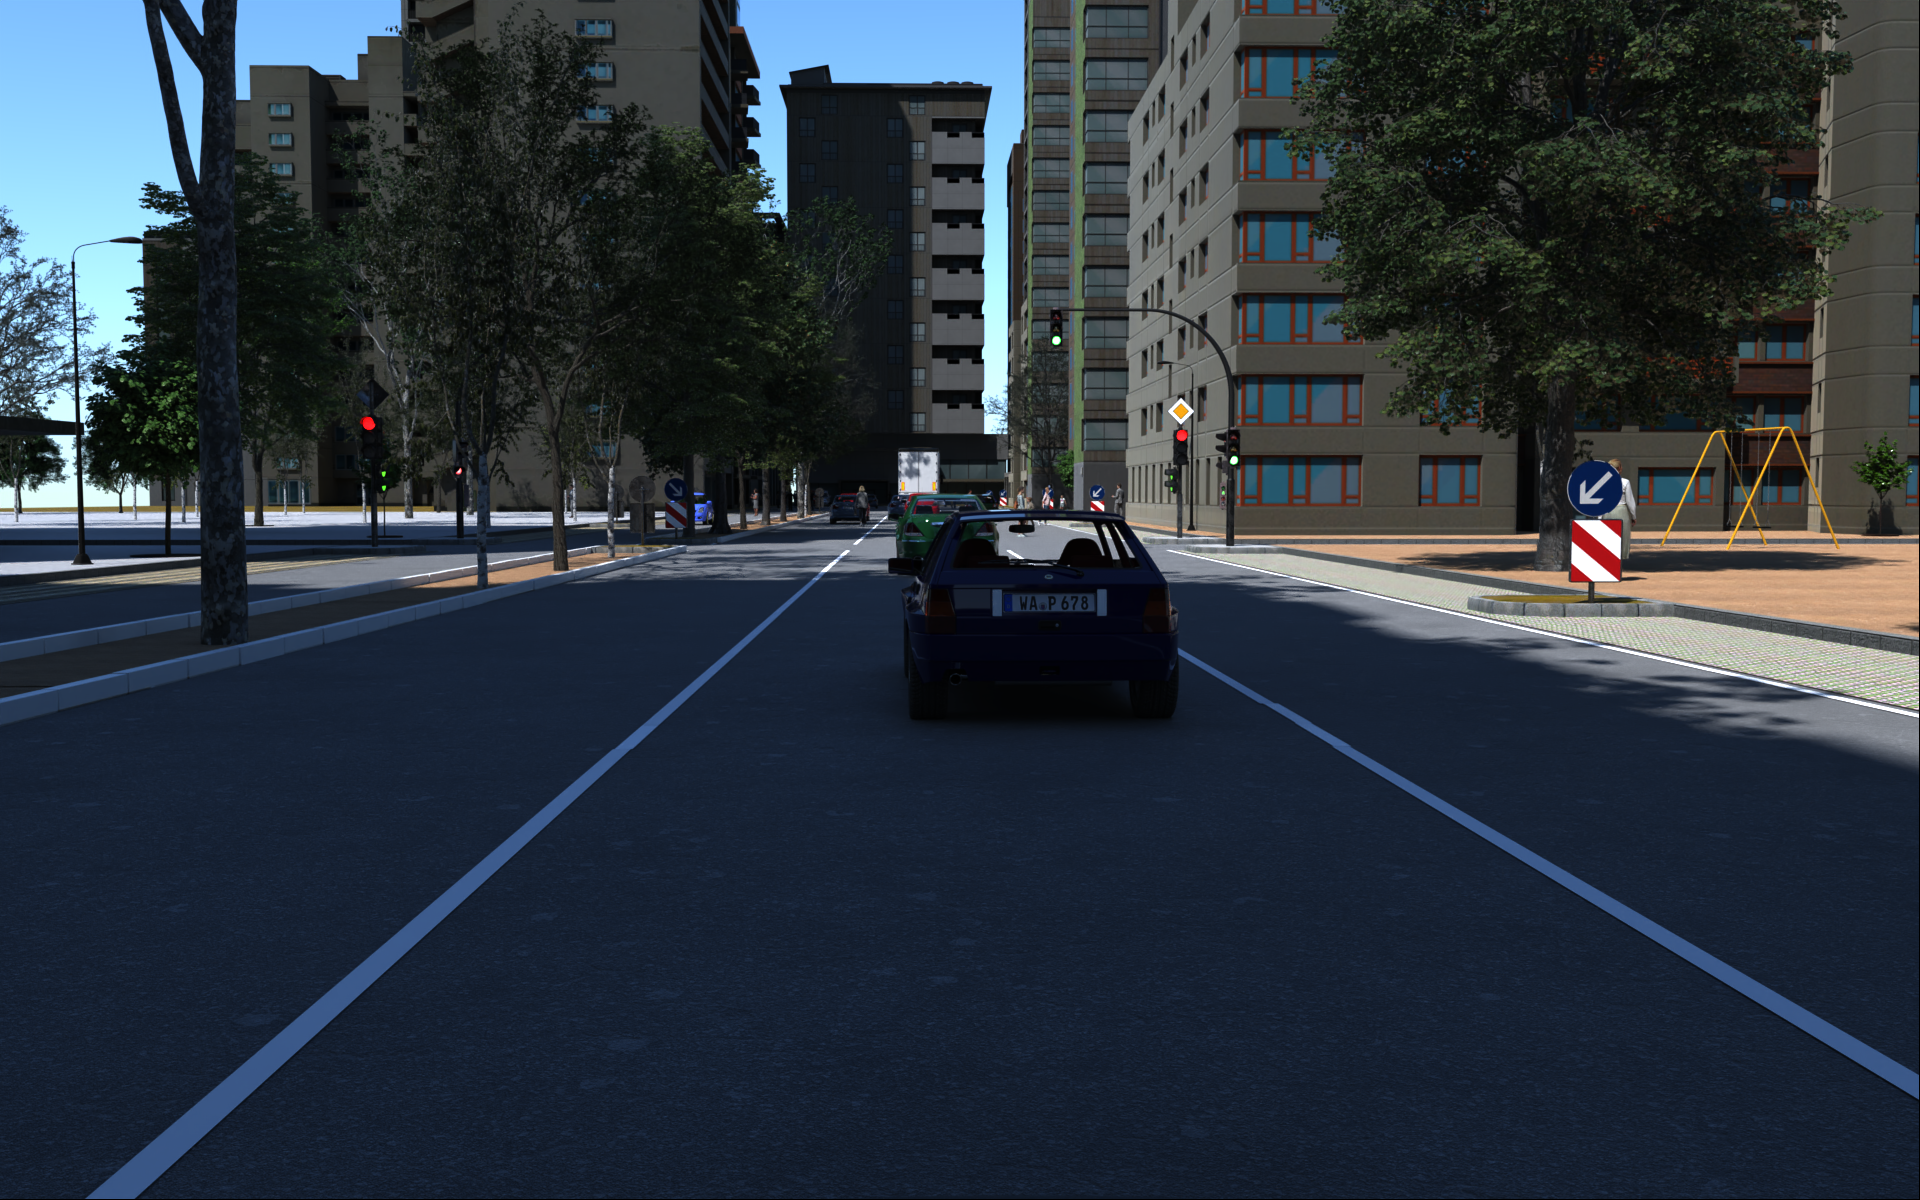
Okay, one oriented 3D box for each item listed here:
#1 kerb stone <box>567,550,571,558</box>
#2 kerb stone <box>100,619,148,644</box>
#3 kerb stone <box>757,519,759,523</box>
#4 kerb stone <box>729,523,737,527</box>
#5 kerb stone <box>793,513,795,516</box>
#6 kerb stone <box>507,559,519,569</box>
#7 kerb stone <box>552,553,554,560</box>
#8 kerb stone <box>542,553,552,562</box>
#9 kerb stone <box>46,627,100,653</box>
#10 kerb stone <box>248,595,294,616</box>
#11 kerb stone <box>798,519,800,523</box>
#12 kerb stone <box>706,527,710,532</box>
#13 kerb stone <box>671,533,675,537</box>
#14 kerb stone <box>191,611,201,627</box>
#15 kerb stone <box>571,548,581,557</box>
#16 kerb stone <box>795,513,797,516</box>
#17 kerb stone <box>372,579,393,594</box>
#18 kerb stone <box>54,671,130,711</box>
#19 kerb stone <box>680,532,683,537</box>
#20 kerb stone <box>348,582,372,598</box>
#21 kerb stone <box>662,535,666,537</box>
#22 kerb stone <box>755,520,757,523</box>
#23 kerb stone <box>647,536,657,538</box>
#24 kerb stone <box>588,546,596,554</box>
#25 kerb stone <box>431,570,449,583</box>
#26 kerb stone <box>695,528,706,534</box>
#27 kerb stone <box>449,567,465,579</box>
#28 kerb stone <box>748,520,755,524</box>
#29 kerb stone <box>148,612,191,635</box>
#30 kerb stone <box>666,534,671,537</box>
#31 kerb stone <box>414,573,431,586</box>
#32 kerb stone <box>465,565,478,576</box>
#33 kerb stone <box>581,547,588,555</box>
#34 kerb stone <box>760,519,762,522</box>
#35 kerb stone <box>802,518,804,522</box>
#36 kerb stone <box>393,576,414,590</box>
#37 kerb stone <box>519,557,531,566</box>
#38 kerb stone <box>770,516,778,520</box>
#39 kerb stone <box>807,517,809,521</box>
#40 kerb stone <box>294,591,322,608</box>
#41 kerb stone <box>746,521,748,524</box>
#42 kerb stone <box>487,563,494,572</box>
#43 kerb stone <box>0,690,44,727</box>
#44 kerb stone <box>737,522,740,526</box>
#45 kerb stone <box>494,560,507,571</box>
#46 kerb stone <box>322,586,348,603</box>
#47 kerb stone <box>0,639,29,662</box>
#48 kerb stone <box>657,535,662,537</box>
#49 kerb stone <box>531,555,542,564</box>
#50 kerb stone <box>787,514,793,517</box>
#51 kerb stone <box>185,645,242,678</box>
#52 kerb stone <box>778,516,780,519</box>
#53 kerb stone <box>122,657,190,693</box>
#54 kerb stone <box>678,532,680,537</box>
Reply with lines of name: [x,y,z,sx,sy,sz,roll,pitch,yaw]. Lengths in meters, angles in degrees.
kerb stone: [-8.847,-0.995,38.468,0.120,0.150,1.000,0,4,-2]
kerb stone: [-8.249,0.321,16.943,0.120,0.150,1.000,0,4,-2]
kerb stone: [-10.130,-3.850,85.145,0.120,0.150,1.000,0,4,-2]
kerb stone: [-9.848,-3.224,74.912,0.120,0.150,1.000,0,4,-2]
kerb stone: [-10.879,-5.480,111.800,0.120,0.150,1.000,0,4,-2]
kerb stone: [-8.708,-0.682,33.341,0.120,0.150,1.000,0,4,-2]
kerb stone: [-8.815,-0.931,37.437,0.120,0.150,1.000,0,4,-2]
kerb stone: [-8.788,-0.869,36.411,0.120,0.150,1.000,0,4,-2]
kerb stone: [-8.225,0.384,15.922,0.120,0.150,1.000,0,4,-2]
kerb stone: [-8.367,0.070,21.048,0.120,0.150,1.000,0,4,-2]
kerb stone: [-8.004,-3.788,84.152,0.120,0.150,1.000,0,4,-2]
kerb stone: [-9.564,-2.596,64.657,0.120,0.150,1.000,0,4,-2]
kerb stone: [-9.310,-2.029,55.424,0.120,0.150,1.000,0,4,-2]
kerb stone: [-8.295,0.196,18.998,0.120,0.150,1.000,0,4,-2]
kerb stone: [-8.868,-1.058,39.490,0.120,0.150,1.000,0,4,-2]
kerb stone: [-10.889,-5.543,112.823,0.120,0.150,1.000,0,4,-2]
kerb stone: [-8.476,-0.181,25.148,0.120,0.150,1.000,0,4,-2]
kerb stone: [-6.011,0.634,11.909,0.120,0.150,1.000,0,4,-2]
kerb stone: [-9.372,-2.158,57.471,0.120,0.150,1.000,0,4,-2]
kerb stone: [-8.450,-0.118,24.123,0.120,0.150,1.000,0,4,-2]
kerb stone: [-9.262,-1.907,53.377,0.120,0.150,1.000,0,4,-2]
kerb stone: [-10.100,-3.787,84.118,0.120,0.150,1.000,0,4,-2]
kerb stone: [-9.202,-1.781,51.321,0.120,0.150,1.000,0,4,-2]
kerb stone: [-8.919,-1.183,41.538,0.120,0.150,1.000,0,4,-2]
kerb stone: [-8.557,-0.365,28.222,0.120,0.150,1.000,0,4,-2]
kerb stone: [-9.540,-2.534,63.622,0.120,0.150,1.000,0,4,-2]
kerb stone: [-8.592,-0.431,29.243,0.120,0.150,1.000,0,4,-2]
kerb stone: [-10.077,-3.720,83.096,0.120,0.150,1.000,0,4,-2]
kerb stone: [-8.281,0.258,17.976,0.120,0.150,1.000,0,4,-2]
kerb stone: [-9.279,-1.969,54.399,0.120,0.150,1.000,0,4,-2]
kerb stone: [-8.541,-0.303,27.196,0.120,0.150,1.000,0,4,-2]
kerb stone: [-8.620,-0.494,30.267,0.120,0.150,1.000,0,4,-2]
kerb stone: [-8.906,-1.120,40.511,0.120,0.150,1.000,0,4,-2]
kerb stone: [-10.188,-3.964,87.194,0.120,0.150,1.000,0,4,-2]
kerb stone: [-8.087,-3.979,87.245,0.120,0.150,1.000,0,4,-2]
kerb stone: [-8.501,-0.242,26.170,0.120,0.150,1.000,0,4,-2]
kerb stone: [-8.736,-0.739,34.363,0.120,0.150,1.000,0,4,-2]
kerb stone: [-10.475,-4.601,97.437,0.120,0.150,1.000,0,4,-2]
kerb stone: [-8.204,-4.227,91.348,0.120,0.150,1.000,0,4,-2]
kerb stone: [-8.396,0.008,22.080,0.120,0.150,1.000,0,4,-2]
kerb stone: [-10.000,-3.537,80.023,0.120,0.150,1.000,0,4,-2]
kerb stone: [-8.651,-0.556,31.290,0.120,0.150,1.000,0,4,-2]
kerb stone: [-5.976,0.696,10.885,0.120,0.150,1.000,0,4,-2]
kerb stone: [-9.879,-3.287,75.934,0.120,0.150,1.000,0,4,-2]
kerb stone: [-8.674,-0.613,32.312,0.120,0.150,1.000,0,4,-2]
kerb stone: [-8.417,-0.055,23.102,0.120,0.150,1.000,0,4,-2]
kerb stone: [-8.193,0.446,14.898,0.120,0.150,1.000,0,4,-2]
kerb stone: [-9.225,-1.840,52.353,0.120,0.150,1.000,0,4,-2]
kerb stone: [-8.762,-0.798,35.388,0.120,0.150,1.000,0,4,-2]
kerb stone: [-10.815,-5.354,109.739,0.120,0.150,1.000,0,4,-2]
kerb stone: [-6.069,0.503,13.967,0.120,0.150,1.000,0,4,-2]
kerb stone: [-10.498,-4.662,98.461,0.120,0.150,1.000,0,4,-2]
kerb stone: [-6.039,0.567,12.930,0.120,0.150,1.000,0,4,-2]
kerb stone: [-9.344,-2.094,56.445,0.120,0.150,1.000,0,4,-2]
